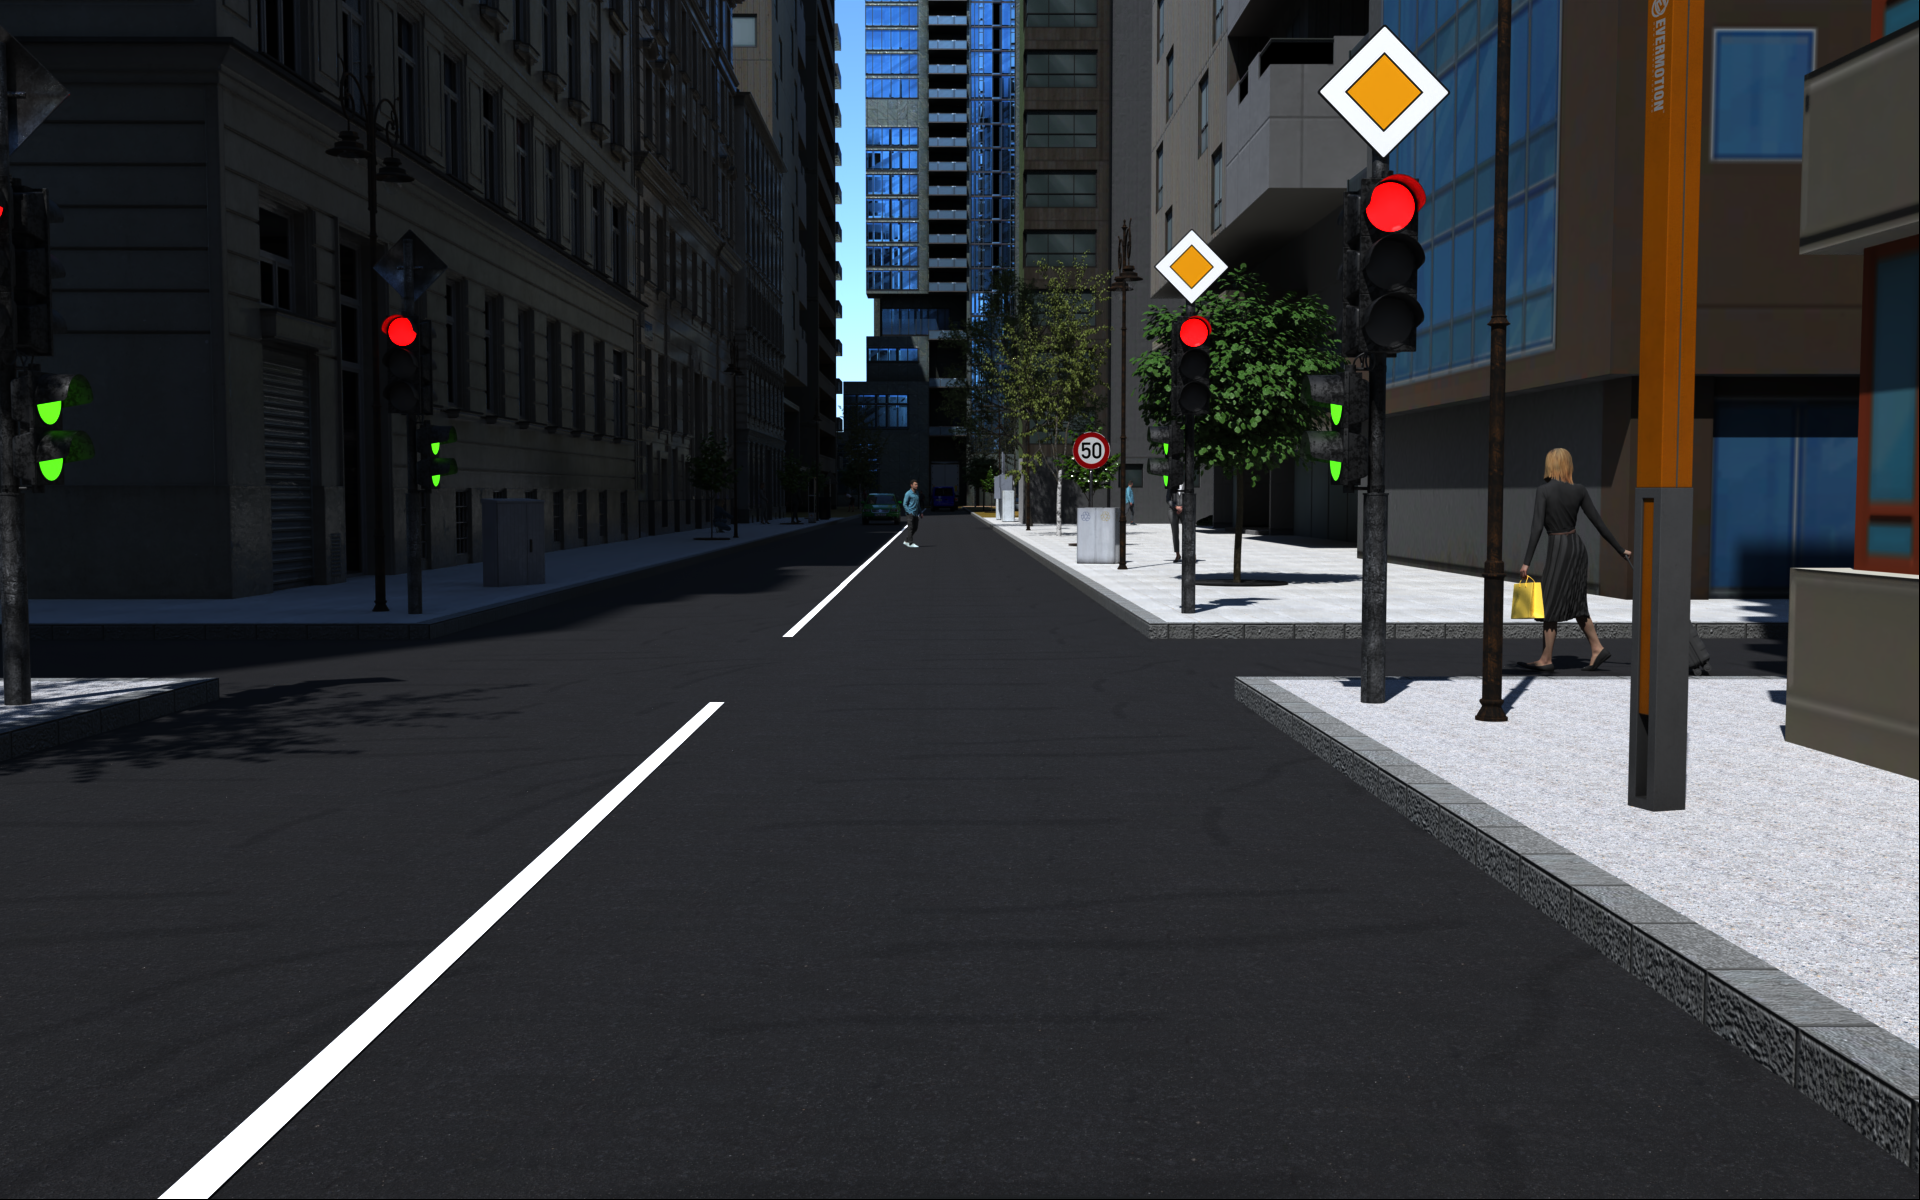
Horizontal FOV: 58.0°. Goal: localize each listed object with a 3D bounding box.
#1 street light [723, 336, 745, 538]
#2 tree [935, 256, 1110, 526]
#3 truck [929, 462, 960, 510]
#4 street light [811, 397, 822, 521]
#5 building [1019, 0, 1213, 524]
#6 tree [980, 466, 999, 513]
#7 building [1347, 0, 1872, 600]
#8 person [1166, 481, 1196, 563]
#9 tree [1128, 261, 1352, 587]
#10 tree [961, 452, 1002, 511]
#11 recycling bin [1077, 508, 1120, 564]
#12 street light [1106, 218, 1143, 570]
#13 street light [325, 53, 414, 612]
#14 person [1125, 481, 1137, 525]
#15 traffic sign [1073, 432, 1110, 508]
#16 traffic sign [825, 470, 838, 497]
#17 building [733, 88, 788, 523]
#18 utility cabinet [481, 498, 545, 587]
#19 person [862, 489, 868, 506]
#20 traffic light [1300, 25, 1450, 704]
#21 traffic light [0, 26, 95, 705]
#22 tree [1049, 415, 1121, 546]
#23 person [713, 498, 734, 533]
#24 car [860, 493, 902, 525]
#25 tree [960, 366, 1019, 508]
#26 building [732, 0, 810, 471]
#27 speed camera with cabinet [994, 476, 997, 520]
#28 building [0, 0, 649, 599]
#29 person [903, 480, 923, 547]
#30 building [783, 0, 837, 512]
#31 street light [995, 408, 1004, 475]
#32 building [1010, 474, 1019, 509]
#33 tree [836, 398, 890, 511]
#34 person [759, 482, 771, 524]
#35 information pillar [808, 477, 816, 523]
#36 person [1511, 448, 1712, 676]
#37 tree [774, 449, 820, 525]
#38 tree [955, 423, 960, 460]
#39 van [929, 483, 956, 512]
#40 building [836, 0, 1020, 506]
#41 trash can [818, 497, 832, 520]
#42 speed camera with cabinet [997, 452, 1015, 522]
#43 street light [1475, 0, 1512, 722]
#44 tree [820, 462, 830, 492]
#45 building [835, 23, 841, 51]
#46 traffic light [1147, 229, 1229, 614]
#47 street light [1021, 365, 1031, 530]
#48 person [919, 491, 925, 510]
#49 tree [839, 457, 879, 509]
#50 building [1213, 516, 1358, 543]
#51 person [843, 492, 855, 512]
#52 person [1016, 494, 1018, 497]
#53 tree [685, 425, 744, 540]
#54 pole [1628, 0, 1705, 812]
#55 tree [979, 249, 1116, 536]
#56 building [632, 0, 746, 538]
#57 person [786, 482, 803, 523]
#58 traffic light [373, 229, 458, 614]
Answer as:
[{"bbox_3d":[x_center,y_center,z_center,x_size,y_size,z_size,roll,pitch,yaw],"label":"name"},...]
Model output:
[{"bbox_3d":[-6.590,-4.768,50.740,0.468,5.910,1.993,0,4,-1],"label":"street light"},{"bbox_3d":[2.420,-8.202,68.521,7.601,10.594,8.767,0,4,8],"label":"tree"},{"bbox_3d":[-1.382,-10.208,155.814,2.839,4.237,11.283,0,4,-1],"label":"truck"},{"bbox_3d":[-6.847,-6.735,82.902,0.468,5.910,1.993,0,4,-1],"label":"street light"},{"bbox_3d":[9.685,-18.904,80.779,14.160,30.474,14.107,0,4,-1],"label":"building"},{"bbox_3d":[2.063,-7.598,118.834,1.663,3.219,1.824,0,3,0],"label":"tree"},{"bbox_3d":[14.714,-23.004,26.235,14.200,45.320,14.600,0,4,-1],"label":"building"},{"bbox_3d":[4.143,-1.596,32.417,0.520,1.790,0.573,0,4,-7],"label":"person"},{"bbox_3d":[3.901,-2.495,24.514,4.285,4.588,4.351,0,3,0],"label":"tree"},{"bbox_3d":[1.836,-9.013,131.070,4.285,4.588,4.351,0,3,0],"label":"tree"},{"bbox_3d":[2.591,-1.198,32.143,0.722,1.027,0.722,1,4,16],"label":"recycling bin"},{"bbox_3d":[2.770,-3.458,29.333,0.468,5.910,1.993,0,4,-1],"label":"street light"},{"bbox_3d":[-6.345,-2.814,18.795,0.468,5.910,1.993,0,4,-1],"label":"street light"},{"bbox_3d":[6.946,-4.007,71.426,0.748,1.841,0.638,2,4,28],"label":"person"},{"bbox_3d":[2.680,-2.160,35.423,0.768,2.556,0.104,0,4,0],"label":"traffic sign"},{"bbox_3d":[-7.047,-5.750,94.015,0.884,2.594,0.081,1,4,8],"label":"traffic sign"},{"bbox_3d":[-13.978,-14.354,83.831,9.793,20.994,18.267,0,4,-1],"label":"building"},{"bbox_3d":[-6.261,-0.806,24.335,0.306,1.237,1.020,2,4,25],"label":"utility cabinet"},{"bbox_3d":[-8.267,-8.874,151.855,0.721,1.743,1.217,-2,4,-32],"label":"person"},{"bbox_3d":[2.525,-1.323,10.558,0.839,4.253,0.868,0,4,-1],"label":"traffic light"},{"bbox_3d":[-5.735,-1.317,10.454,0.839,4.253,0.868,0,4,-1],"label":"traffic light"},{"bbox_3d":[3.307,-2.944,42.740,1.663,3.219,1.824,0,3,0],"label":"tree"},{"bbox_3d":[-7.931,-2.829,57.795,0.738,1.151,1.012,-2,4,-30],"label":"person"},{"bbox_3d":[-3.737,-4.503,82.417,1.959,1.807,4.718,0,4,-1],"label":"car"},{"bbox_3d":[2.760,-8.967,96.974,4.360,8.622,3.978,0,3,0],"label":"tree"},{"bbox_3d":[-23.763,-31.665,106.966,28.713,52.752,27.495,0,4,-1],"label":"building"},{"bbox_3d":[2.045,-5.595,85.810,0.660,3.252,2.038,0,4,6],"label":"speed camera with cabinet"},{"bbox_3d":[-16.294,-12.311,34.563,16.112,22.955,30.059,0,4,-1],"label":"building"},{"bbox_3d":[-1.319,-2.337,46.723,0.620,1.820,0.660,2,4,30],"label":"person"},{"bbox_3d":[-20.801,-31.103,132.229,21.300,48.544,21.600,0,4,-1],"label":"building"},{"bbox_3d":[2.132,-7.373,93.339,0.468,5.910,1.993,0,4,-1],"label":"street light"},{"bbox_3d":[20.244,-28.343,155.289,32.217,40.220,23.993,0,4,-1],"label":"building"},{"bbox_3d":[-7.565,-11.144,132.573,4.737,8.622,4.395,0,3,0],"label":"tree"},{"bbox_3d":[-8.276,-4.116,73.606,0.573,1.790,0.520,-1,4,-23],"label":"person"},{"bbox_3d":[-6.534,-4.408,76.567,0.304,2.012,0.304,1,4,8],"label":"information pillar"},{"bbox_3d":[5.213,-0.315,13.861,1.509,1.804,0.699,1,4,20],"label":"person"},{"bbox_3d":[-6.996,-4.814,73.315,1.663,3.219,1.824,0,3,0],"label":"tree"},{"bbox_3d":[1.487,-13.054,163.795,4.360,8.622,3.978,0,3,0],"label":"tree"},{"bbox_3d":[-1.432,-8.490,143.196,2.240,2.365,5.245,0,4,-3],"label":"van"},{"bbox_3d":[1.639,-53.554,188.286,31.000,86.520,22.319,0,4,-1],"label":"building"},{"bbox_3d":[-6.785,-4.598,86.837,0.748,1.137,0.748,0,3,0],"label":"trash can"},{"bbox_3d":[2.201,-5.266,80.430,0.660,3.252,2.038,0,4,-2],"label":"speed camera with cabinet"},{"bbox_3d":[3.019,-2.255,9.660,0.468,5.910,1.993,0,4,-1],"label":"street light"},{"bbox_3d":[-7.601,-5.827,89.877,1.663,3.219,1.824,0,3,0],"label":"tree"},{"bbox_3d":[-26.068,-32.734,154.816,30.456,49.044,23.786,0,4,-1],"label":"building"},{"bbox_3d":[2.440,-1.812,18.543,0.839,4.253,0.868,0,4,-1],"label":"traffic light"},{"bbox_3d":[2.416,-5.398,61.049,0.468,5.910,1.993,0,4,-1],"label":"street light"},{"bbox_3d":[-3.647,-9.275,160.678,0.617,1.759,0.750,2,4,31],"label":"person"},{"bbox_3d":[-8.597,-10.000,147.214,4.285,4.588,4.351,0,3,0],"label":"tree"},{"bbox_3d":[20.715,-28.271,51.468,28.713,52.752,27.495,0,4,-1],"label":"building"},{"bbox_3d":[-7.861,-6.935,122.616,0.799,1.438,0.628,-1,4,-15],"label":"person"},{"bbox_3d":[5.152,-9.934,169.258,1.217,1.735,0.721,-2,4,-25],"label":"person"},{"bbox_3d":[-6.839,-3.298,48.525,1.663,3.219,1.824,0,3,0],"label":"tree"},{"bbox_3d":[2.849,-0.804,6.987,0.158,3.312,0.155,0,3,0],"label":"pole"},{"bbox_3d":[2.911,-6.251,52.566,4.737,8.622,4.395,0,3,0],"label":"tree"},{"bbox_3d":[-15.129,-16.190,61.973,12.463,27.353,25.104,0,4,-1],"label":"building"},{"bbox_3d":[-7.204,-4.314,76.358,0.659,1.850,0.755,3,5,41],"label":"person"},{"bbox_3d":[-5.821,-1.805,18.439,0.839,4.253,0.868,0,4,-1],"label":"traffic light"}]
